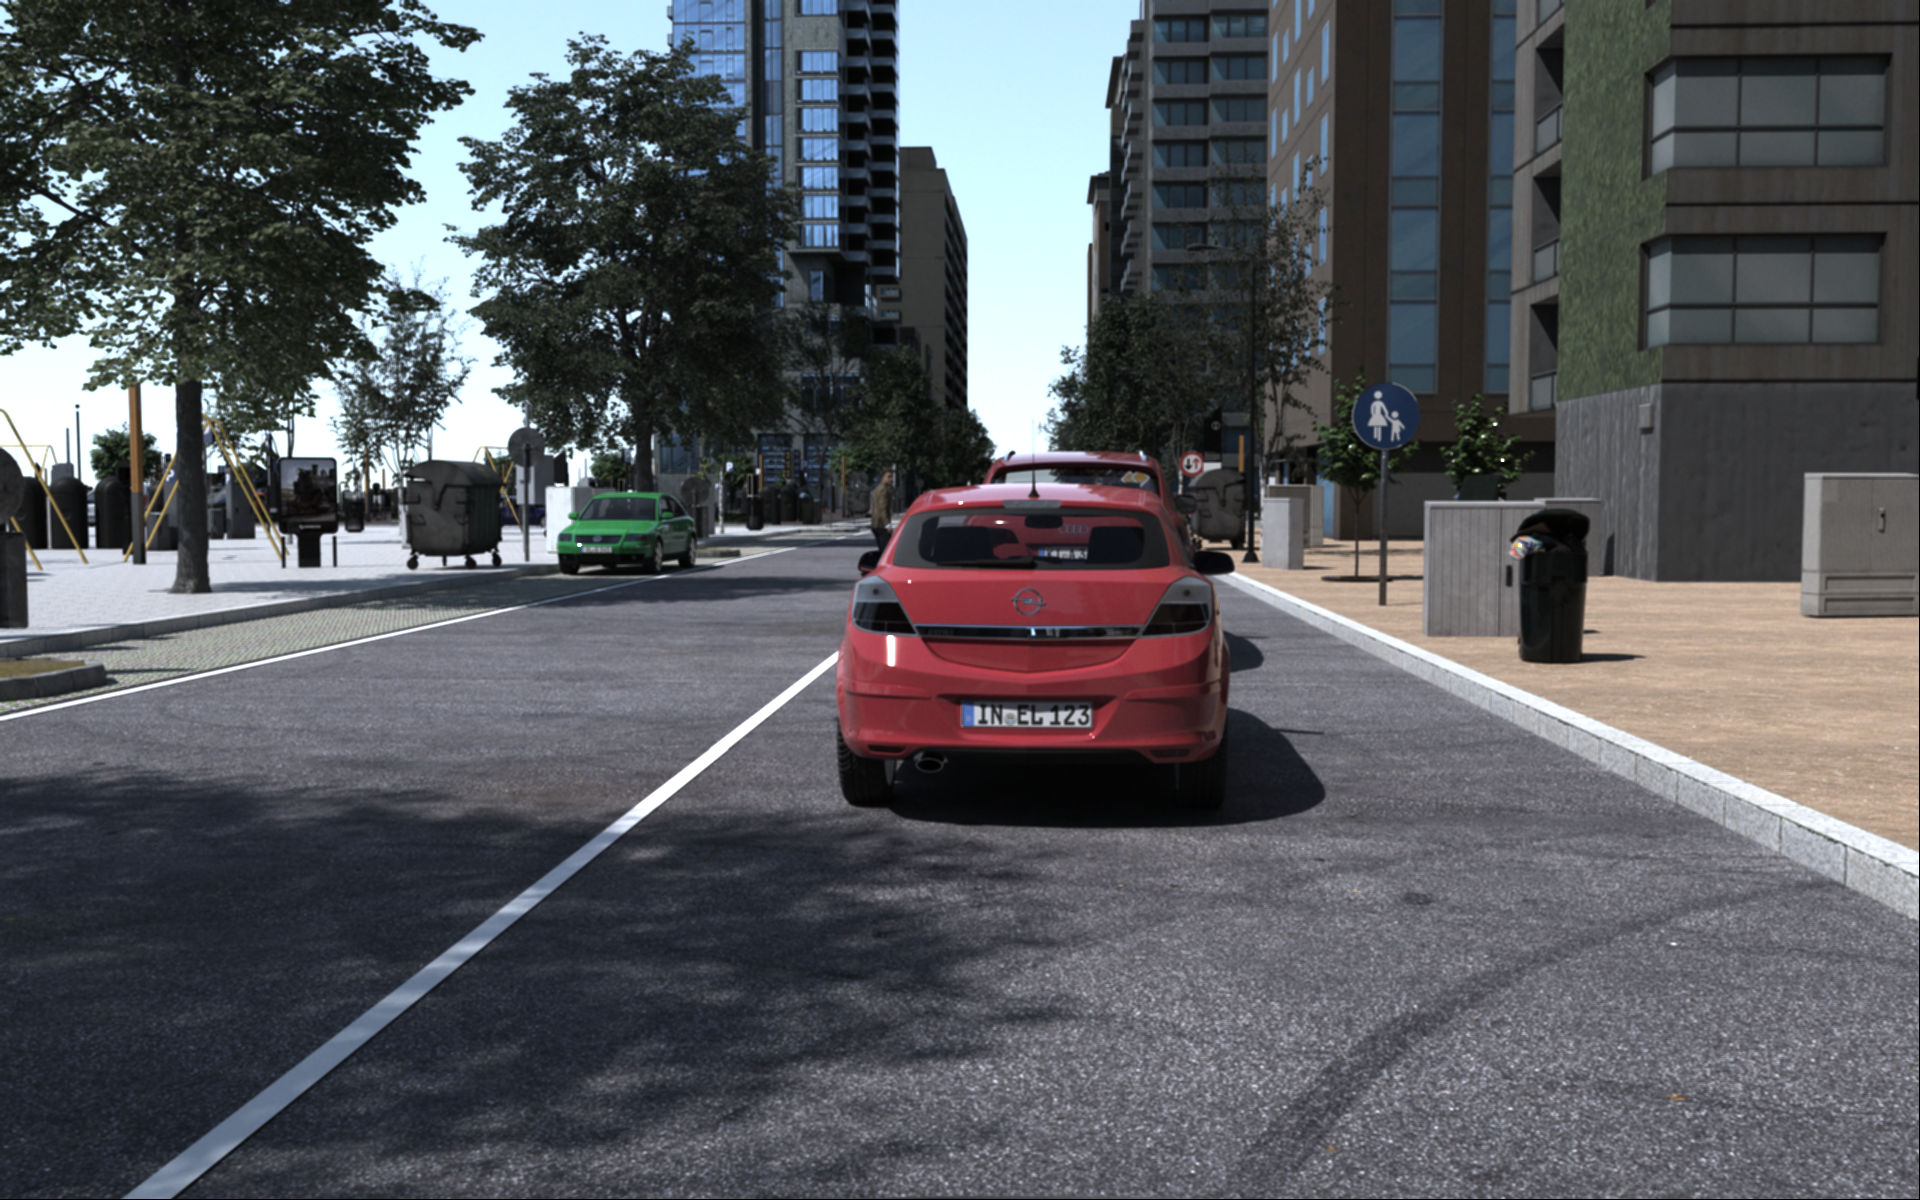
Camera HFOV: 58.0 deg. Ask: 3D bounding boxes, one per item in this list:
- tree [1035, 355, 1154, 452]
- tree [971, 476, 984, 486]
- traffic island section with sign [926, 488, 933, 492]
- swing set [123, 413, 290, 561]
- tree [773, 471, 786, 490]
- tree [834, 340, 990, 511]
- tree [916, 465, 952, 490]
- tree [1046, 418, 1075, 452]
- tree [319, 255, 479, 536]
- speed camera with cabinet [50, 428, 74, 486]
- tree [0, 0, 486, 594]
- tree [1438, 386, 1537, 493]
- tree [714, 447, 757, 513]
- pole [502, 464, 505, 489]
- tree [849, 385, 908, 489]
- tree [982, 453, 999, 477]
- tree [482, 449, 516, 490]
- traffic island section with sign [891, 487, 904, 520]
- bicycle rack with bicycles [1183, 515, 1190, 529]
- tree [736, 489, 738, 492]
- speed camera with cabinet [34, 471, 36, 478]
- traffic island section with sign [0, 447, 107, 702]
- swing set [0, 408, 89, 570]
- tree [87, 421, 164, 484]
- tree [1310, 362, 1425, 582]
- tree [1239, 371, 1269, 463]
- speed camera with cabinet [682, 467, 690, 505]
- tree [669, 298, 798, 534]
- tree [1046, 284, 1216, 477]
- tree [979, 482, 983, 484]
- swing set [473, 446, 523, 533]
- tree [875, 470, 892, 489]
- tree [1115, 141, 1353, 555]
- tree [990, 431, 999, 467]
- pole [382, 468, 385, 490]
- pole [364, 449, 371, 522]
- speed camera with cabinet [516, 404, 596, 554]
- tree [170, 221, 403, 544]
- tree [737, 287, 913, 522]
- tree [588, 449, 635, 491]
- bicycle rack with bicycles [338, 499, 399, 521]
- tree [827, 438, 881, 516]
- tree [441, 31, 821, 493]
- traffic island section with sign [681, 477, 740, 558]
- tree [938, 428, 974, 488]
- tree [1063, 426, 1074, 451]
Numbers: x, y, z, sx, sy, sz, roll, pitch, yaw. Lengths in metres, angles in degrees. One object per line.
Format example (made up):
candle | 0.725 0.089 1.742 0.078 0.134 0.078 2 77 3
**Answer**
tree | 11.233 -13.941 138.313 12.009 13.543 11.850 0 3 0
tree | 2.953 -17.641 272.139 4.285 4.588 4.351 0 3 0
traffic island section with sign | -2.045 -6.935 122.022 1.989 1.847 2.006 0 4 3
swing set | -15.081 -2.273 34.788 2.862 2.851 3.119 -1 4 -19
tree | -12.849 -8.154 127.926 1.663 3.219 1.824 0 3 0
tree | -4.674 -13.003 129.604 9.611 12.733 9.660 0 3 0
tree | -2.356 -10.683 158.379 4.285 4.588 4.351 0 3 0
tree | 15.064 -19.126 230.829 7.486 12.596 7.792 0 3 0
tree | -17.344 -6.284 53.112 4.360 8.622 3.978 0 3 0
speed camera with cabinet | -27.084 -3.541 52.236 0.660 3.252 2.038 -2 4 -27
tree | -10.168 -6.382 22.471 7.486 12.596 7.792 0 3 0
tree | 8.989 -2.192 30.442 1.663 3.219 1.824 0 3 0
tree | -15.538 -8.347 120.192 4.285 4.588 4.351 0 3 0
pole | -30.767 -7.519 116.776 0.158 3.312 0.155 0 3 0
tree | -5.242 -10.044 114.577 4.737 8.622 4.395 0 3 0
tree | 4.287 -22.615 304.171 8.767 10.594 7.601 0 4 6
tree | -33.391 -8.701 125.968 4.285 4.588 4.351 0 3 0
traffic island section with sign | -3.365 -5.289 95.099 1.989 1.847 2.006 0 4 3
bicycle rack with bicycles | 8.097 -2.902 60.831 2.925 0.926 2.852 0 4 2
tree | -19.322 -9.186 144.785 1.663 3.219 1.824 0 3 0
speed camera with cabinet | -63.892 -7.629 119.066 0.660 3.252 2.038 -3 4 -39
traffic island section with sign | -7.392 -0.236 12.486 1.989 1.847 2.006 0 4 3
swing set | -17.200 -1.999 30.312 2.862 2.851 3.119 -1 4 -13
tree | -37.309 -5.729 77.390 4.285 4.588 4.351 0 3 0
tree | 6.007 -1.893 25.560 1.663 3.219 1.824 0 3 0
tree | 18.799 -9.347 103.192 4.737 8.622 4.395 0 3 0
speed camera with cabinet | -19.597 -8.104 126.831 0.660 3.252 2.038 2 4 25
tree | -7.626 -6.477 56.269 4.737 8.622 4.395 0 3 0
tree | 9.505 -10.883 94.942 9.611 12.733 9.660 0 3 0
tree | 1.599 -17.753 240.627 4.737 8.622 4.395 0 3 0
swing set | -15.240 -3.689 57.937 2.862 2.851 3.119 1 4 11
tree | -6.552 -11.564 139.439 4.360 8.622 3.978 0 3 0
tree | 6.197 -5.224 35.779 4.360 8.622 3.978 0 3 0
tree | 0.695 -18.664 222.158 9.611 12.733 9.660 0 3 0
pole | -45.866 -8.809 137.873 0.158 3.312 0.155 0 3 0
pole | -27.110 -5.222 79.228 0.158 3.312 0.155 0 3 0
speed camera with cabinet | -8.822 -2.651 37.675 2.038 3.252 0.660 3 5 40
tree | -17.370 -5.730 44.047 4.737 8.622 4.395 0 3 0
tree | -6.461 -8.829 78.769 8.767 10.594 7.601 0 4 -6
tree | -23.566 -8.180 117.449 4.285 4.588 4.351 0 3 0
bicycle rack with bicycles | -28.722 -4.338 84.309 2.925 0.926 2.852 0 4 -1
tree | -6.200 -7.211 101.615 4.285 4.588 4.351 0 3 0
tree | -8.699 -8.575 46.849 9.857 13.997 8.962 0 3 0
traffic island section with sign | -6.069 -1.883 39.409 1.989 1.847 2.006 0 4 3
tree | -0.854 -14.681 190.394 4.737 8.622 4.395 0 3 0
tree | 12.465 -13.853 176.850 4.737 8.622 4.395 0 3 0
